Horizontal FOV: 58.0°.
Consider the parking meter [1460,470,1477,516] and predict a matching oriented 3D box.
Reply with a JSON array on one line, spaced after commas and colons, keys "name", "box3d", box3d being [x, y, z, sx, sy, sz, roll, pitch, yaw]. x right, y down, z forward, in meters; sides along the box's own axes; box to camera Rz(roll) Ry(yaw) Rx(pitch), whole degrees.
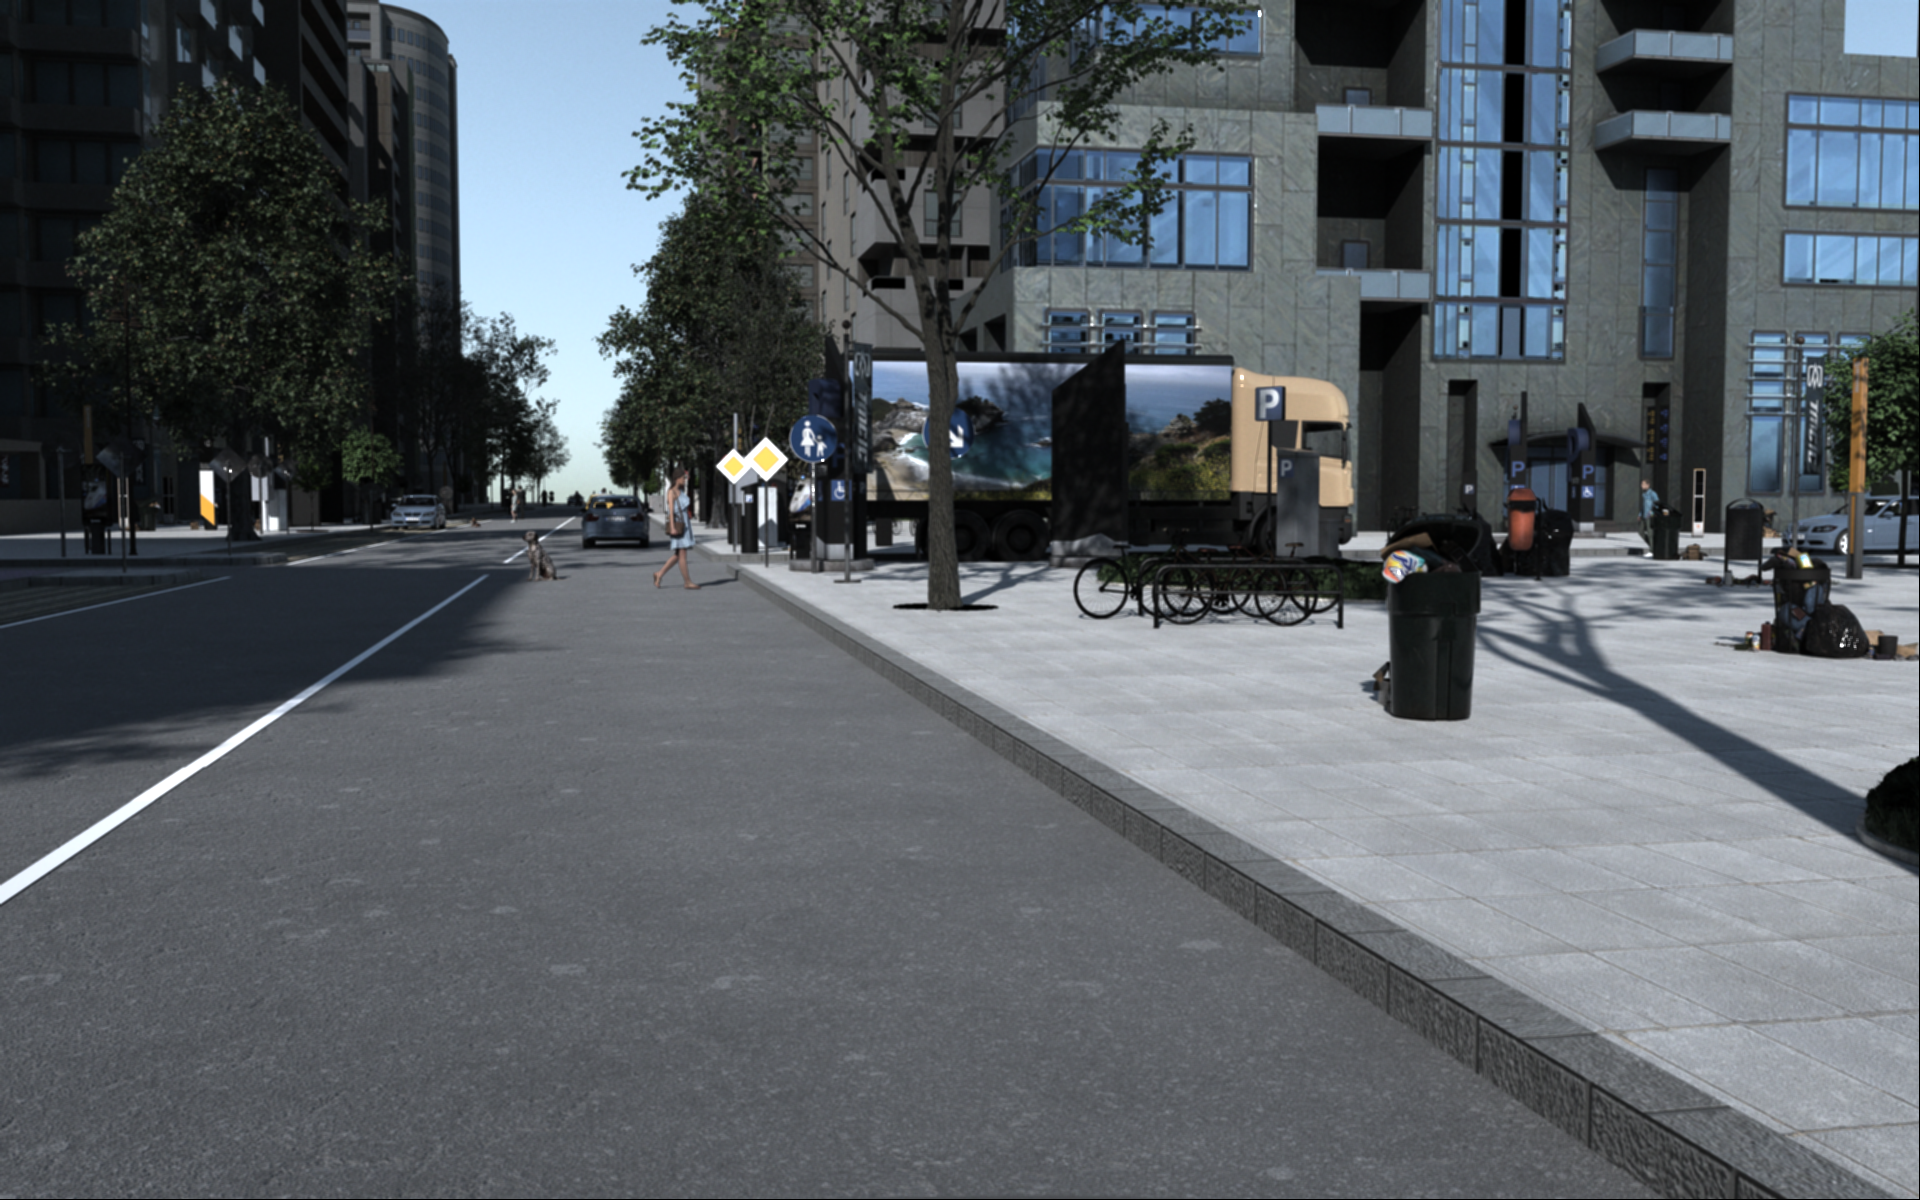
[{"name": "parking meter", "box3d": [12.219, -2.198, 41.652, 0.399, 1.863, 0.255, 1, 4, 16]}]

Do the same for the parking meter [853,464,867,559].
[{"name": "parking meter", "box3d": [-1.870, -1.558, 31.191, 0.255, 1.863, 0.399, 2, 4, 27]}]

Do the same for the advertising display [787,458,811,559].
[{"name": "advertising display", "box3d": [-2.809, -1.573, 30.938, 0.123, 1.923, 0.974, -2, 4, -34]}]

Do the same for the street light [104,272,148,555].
[{"name": "street light", "box3d": [-17.368, -3.879, 36.205, 0.468, 5.910, 1.993, -1, 4, -11]}]

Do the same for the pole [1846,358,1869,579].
[{"name": "pole", "box3d": [13.482, -1.968, 26.016, 0.158, 3.312, 0.155, 0, 3, 0]}]

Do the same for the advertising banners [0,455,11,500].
[{"name": "advertising banners", "box3d": [-40.912, -4.692, 72.906, 0.090, 3.025, 2.074, 2, 4, 31]}]

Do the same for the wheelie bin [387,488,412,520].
[{"name": "wheelie bin", "box3d": [-27.884, -4.765, 85.810, 0.980, 1.594, 0.693, 0, 4, -3]}]

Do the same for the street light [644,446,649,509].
[{"name": "street light", "box3d": [-27.142, -10.836, 149.957, 0.468, 5.910, 1.993, -1, 4, -11]}]

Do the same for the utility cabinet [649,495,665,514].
[{"name": "utility cabinet", "box3d": [-19.264, -6.050, 110.083, 0.306, 1.237, 1.020, 3, 5, 43]}]

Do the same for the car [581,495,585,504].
[{"name": "car", "box3d": [-54.104, -14.219, 245.065, 1.945, 1.354, 3.894, -1, 4, -12]}]

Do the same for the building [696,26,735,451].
[{"name": "building", "box3d": [-23.714, -41.915, 227.310, 21.231, 58.520, 28.212, -1, 4, -11]}]

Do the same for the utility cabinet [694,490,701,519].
[{"name": "utility cabinet", "box3d": [-12.947, -4.802, 87.192, 0.318, 1.500, 1.173, 1, 4, 20]}]

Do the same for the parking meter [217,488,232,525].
[{"name": "parking meter", "box3d": [-30.542, -3.896, 72.117, 0.372, 1.533, 0.369, 0, 3, 0]}]

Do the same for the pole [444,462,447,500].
[{"name": "pole", "box3d": [-32.262, -7.016, 108.562, 0.158, 3.312, 0.155, 0, 3, 0]}]

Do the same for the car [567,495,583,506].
[{"name": "car", "box3d": [-47.339, -12.251, 212.880, 1.945, 1.354, 3.894, -1, 4, -11]}]

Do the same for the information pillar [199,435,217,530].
[{"name": "information pillar", "box3d": [-26.577, -4.270, 61.164, 0.504, 3.616, 0.183, 0, 4, -1]}]

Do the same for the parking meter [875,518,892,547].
[{"name": "parking meter", "box3d": [-1.875, -2.244, 42.408, 0.399, 1.863, 0.255, -2, 4, -33]}]

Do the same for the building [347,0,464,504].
[{"name": "building", "box3d": [-72.171, -40.750, 208.269, 21.231, 58.520, 28.212, -1, 4, -11]}]

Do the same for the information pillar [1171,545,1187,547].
[{"name": "information pillar", "box3d": [5.268, -3.104, 42.109, 0.504, 3.616, 0.183, 2, 4, 30]}]

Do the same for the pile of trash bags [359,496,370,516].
[{"name": "pile of trash bags", "box3d": [-34.764, -5.569, 100.803, 1.912, 1.369, 3.447, -2, 4, -30]}]

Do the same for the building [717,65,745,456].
[{"name": "building", "box3d": [-16.819, -32.008, 173.438, 14.600, 45.320, 14.200, -1, 4, -11]}]

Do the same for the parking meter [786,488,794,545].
[{"name": "parking meter", "box3d": [-4.206, -2.155, 43.639, 0.372, 1.533, 0.369, 0, 3, 0]}]

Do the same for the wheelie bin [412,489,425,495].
[{"name": "wheelie bin", "box3d": [-33.763, -6.118, 107.937, 0.980, 1.594, 0.693, 0, 4, 5]}]

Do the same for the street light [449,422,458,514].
[{"name": "street light", "box3d": [-32.556, -8.481, 111.451, 0.468, 5.910, 1.993, -1, 4, -11]}]

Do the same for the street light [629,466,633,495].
[{"name": "street light", "box3d": [-51.147, -18.053, 267.952, 0.468, 5.910, 1.993, -1, 4, -11]}]

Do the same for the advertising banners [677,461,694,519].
[{"name": "advertising banners", "box3d": [-13.858, -5.654, 88.632, 0.090, 3.025, 2.074, 2, 4, 26]}]

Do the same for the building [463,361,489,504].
[{"name": "building", "box3d": [-80.031, -24.000, 237.439, 27.650, 21.520, 28.899, -1, 4, -11]}]

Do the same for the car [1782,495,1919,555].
[{"name": "car", "box3d": [21.488, -1.737, 40.408, 4.499, 1.417, 2.014, -1, 4, -11]}]

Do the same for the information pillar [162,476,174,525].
[{"name": "information pillar", "box3d": [-32.655, -4.095, 71.440, 0.304, 2.012, 0.304, 1, 4, 11]}]

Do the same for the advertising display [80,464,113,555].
[{"name": "advertising display", "box3d": [-18.350, -1.934, 36.828, 0.974, 1.923, 0.123, 2, 4, 33]}]

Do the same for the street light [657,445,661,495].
[{"name": "street light", "box3d": [-19.772, -8.602, 113.433, 0.468, 5.910, 1.993, -1, 4, -11]}]

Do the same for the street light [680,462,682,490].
[{"name": "street light", "box3d": [-12.072, -6.237, 74.767, 0.468, 5.910, 1.993, -1, 4, -11]}]

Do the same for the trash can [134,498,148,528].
[{"name": "trash can", "box3d": [-30.423, -3.222, 64.332, 0.748, 1.137, 0.748, 0, 3, 0]}]

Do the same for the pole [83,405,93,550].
[{"name": "pole", "box3d": [-20.006, -2.810, 39.795, 0.158, 3.312, 0.155, 0, 3, 0]}]

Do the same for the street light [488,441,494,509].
[{"name": "street light", "box3d": [-40.022, -10.714, 147.956, 0.468, 5.910, 1.993, -1, 4, -11]}]

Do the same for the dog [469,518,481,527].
[{"name": "dog", "box3d": [-21.210, -3.390, 75.623, 0.550, 0.427, 0.748, 0, 4, -5]}]

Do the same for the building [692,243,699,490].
[{"name": "building", "box3d": [-31.785, -34.527, 248.117, 14.154, 41.232, 14.086, -1, 4, -11]}]

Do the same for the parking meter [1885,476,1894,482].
[{"name": "parking meter", "box3d": [29.071, -2.973, 54.325, 0.399, 1.863, 0.255, -3, 5, -39]}]

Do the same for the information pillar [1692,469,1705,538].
[{"name": "information pillar", "box3d": [21.758, -2.847, 51.034, 0.304, 2.012, 0.304, 1, 4, 18]}]

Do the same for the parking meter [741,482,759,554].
[{"name": "parking meter", "box3d": [-4.543, -1.773, 37.403, 0.372, 1.533, 0.369, 0, 3, 0]}]

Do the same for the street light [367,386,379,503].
[{"name": "street light", "box3d": [-24.741, -6.128, 72.983, 0.468, 5.910, 1.993, -1, 4, -11]}]

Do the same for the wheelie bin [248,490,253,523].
[{"name": "wheelie bin", "box3d": [-30.479, -4.019, 73.611, 0.980, 1.594, 0.693, 3, 4, 37]}]

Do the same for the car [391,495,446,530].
[{"name": "car", "box3d": [-21.912, -3.559, 70.198, 2.014, 1.417, 4.499, -1, 4, -10]}]

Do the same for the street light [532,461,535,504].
[{"name": "street light", "box3d": [-56.336, -15.661, 228.841, 0.468, 5.910, 1.993, -1, 4, -11]}]

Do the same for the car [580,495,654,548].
[{"name": "car", "box3d": [-9.370, -2.157, 47.266, 2.014, 1.417, 4.499, -1, 4, -10]}]

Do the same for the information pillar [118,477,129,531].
[{"name": "information pillar", "box3d": [-29.041, -3.402, 60.120, 0.304, 2.012, 0.304, -2, 4, -27]}]

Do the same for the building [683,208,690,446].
[{"name": "building", "box3d": [-34.665, -37.484, 262.967, 14.600, 45.320, 14.200, -1, 4, -11]}]

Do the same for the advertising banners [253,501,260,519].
[{"name": "advertising banners", "box3d": [-35.048, -5.547, 86.882, 0.090, 3.025, 2.074, -3, 5, -43]}]

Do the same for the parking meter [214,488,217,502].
[{"name": "parking meter", "box3d": [-31.931, -4.037, 74.415, 0.372, 1.533, 0.369, 0, 3, 0]}]

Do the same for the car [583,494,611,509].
[{"name": "car", "box3d": [-19.599, -5.167, 94.704, 2.015, 1.641, 3.980, -1, 4, -13]}]

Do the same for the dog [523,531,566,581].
[{"name": "dog", "box3d": [-6.834, -0.728, 28.742, 0.800, 0.831, 0.513, -1, 4, -13]}]

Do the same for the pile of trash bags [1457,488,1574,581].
[{"name": "pile of trash bags", "box3d": [8.618, -1.062, 27.110, 1.912, 1.369, 3.447, 1, 4, 10]}]

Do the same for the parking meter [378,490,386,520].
[{"name": "parking meter", "box3d": [-29.026, -4.805, 86.966, 0.372, 1.533, 0.369, 0, 3, 0]}]

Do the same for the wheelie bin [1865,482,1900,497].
[{"name": "wheelie bin", "box3d": [24.076, -2.282, 45.220, 0.980, 1.594, 0.693, 1, 4, 16]}]
